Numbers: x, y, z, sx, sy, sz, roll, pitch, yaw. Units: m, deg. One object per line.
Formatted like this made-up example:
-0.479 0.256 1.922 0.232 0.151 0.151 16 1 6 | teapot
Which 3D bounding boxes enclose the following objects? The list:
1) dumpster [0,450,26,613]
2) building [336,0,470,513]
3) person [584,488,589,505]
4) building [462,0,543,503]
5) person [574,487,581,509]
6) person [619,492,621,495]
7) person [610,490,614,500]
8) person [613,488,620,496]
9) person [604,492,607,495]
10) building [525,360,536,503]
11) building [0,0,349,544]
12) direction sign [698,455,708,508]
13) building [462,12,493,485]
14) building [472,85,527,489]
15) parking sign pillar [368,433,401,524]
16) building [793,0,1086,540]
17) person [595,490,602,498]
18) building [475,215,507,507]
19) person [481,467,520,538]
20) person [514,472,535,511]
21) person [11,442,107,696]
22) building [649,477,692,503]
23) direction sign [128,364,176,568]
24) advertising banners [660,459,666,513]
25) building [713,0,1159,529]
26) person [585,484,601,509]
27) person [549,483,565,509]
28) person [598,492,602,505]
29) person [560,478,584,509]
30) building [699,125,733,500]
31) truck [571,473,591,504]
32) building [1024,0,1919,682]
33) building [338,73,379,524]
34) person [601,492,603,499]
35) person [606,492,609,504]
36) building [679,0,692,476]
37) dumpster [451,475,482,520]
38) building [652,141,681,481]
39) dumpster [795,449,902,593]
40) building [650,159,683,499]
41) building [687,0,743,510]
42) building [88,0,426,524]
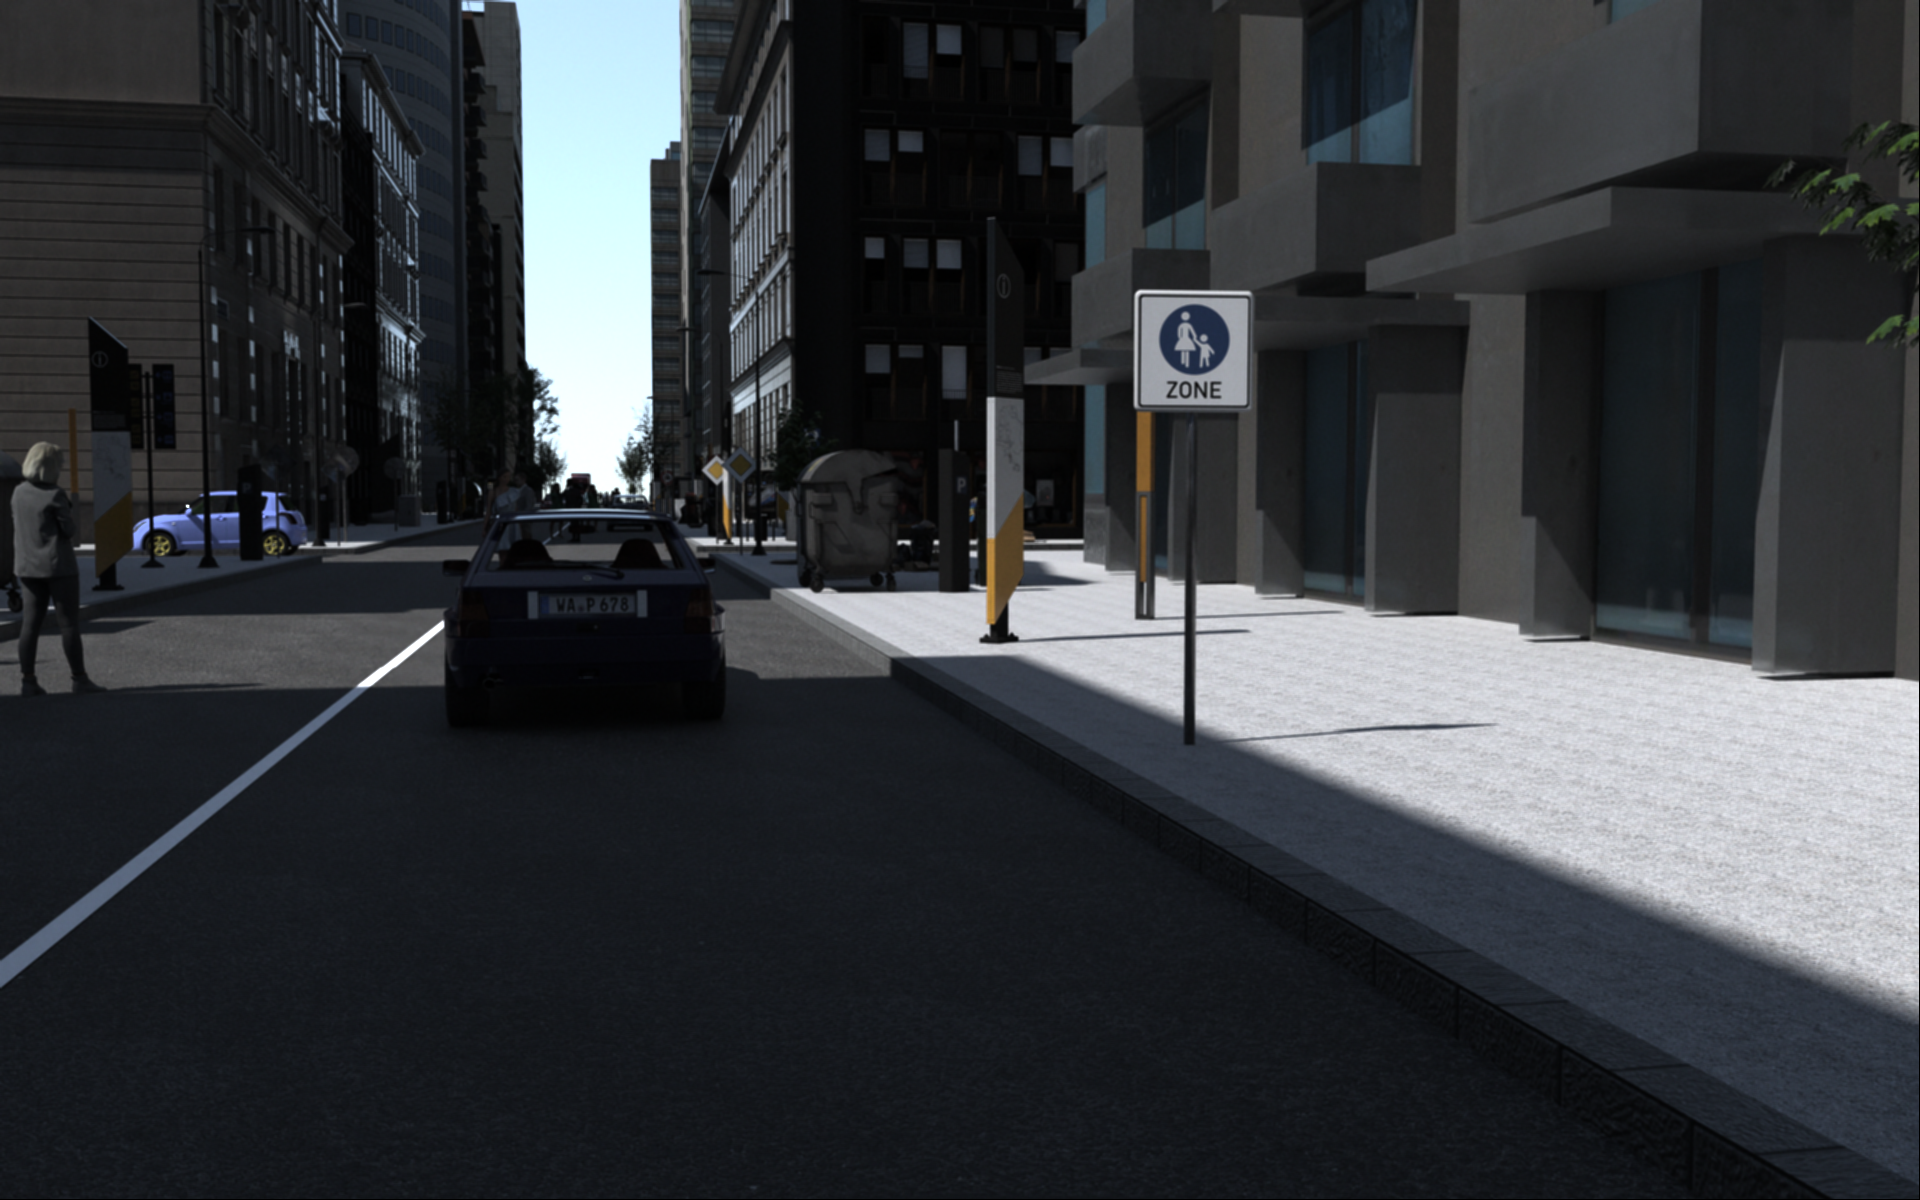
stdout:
-10.579 -0.744 17.925 1.264 1.857 1.865 -1 4 -12 | dumpster
-47.970 -35.704 125.758 21.231 58.520 28.212 -1 4 -12 | building
-24.836 -6.556 115.552 0.638 1.841 0.748 2 4 28 | person
-72.892 -50.027 256.188 20.563 71.187 20.611 -1 4 -12 | building
-22.304 -5.631 100.549 0.794 1.824 0.713 -2 4 -23 | person
-44.245 -13.178 224.756 0.445 1.727 0.742 -2 4 -30 | person
-29.109 -8.344 145.639 0.721 1.735 1.217 2 4 23 | person
-21.348 -6.069 107.699 0.573 1.828 0.580 -3 5 -44 | person
-54.641 -15.809 266.960 1.348 1.826 0.705 0 4 8 | person
-71.902 -23.709 232.688 27.650 21.520 28.899 -1 4 -12 | building
-27.246 -15.744 54.676 12.463 27.353 25.104 -1 4 -12 | building
-14.873 -6.676 101.154 0.876 3.537 0.379 0 4 -2 | direction sign
-53.762 -30.551 154.132 22.147 44.769 28.867 -1 4 -12 | building
-63.728 -35.725 207.807 21.300 48.544 21.600 -1 4 -12 | building
-25.151 -5.331 75.633 1.447 3.967 1.447 -3 4 -38 | parking sign pillar
3.339 -13.744 54.391 15.834 23.373 12.332 -1 4 -12 | building
-36.129 -9.999 171.990 1.348 1.824 0.705 0 4 7 | person
-53.945 -24.753 176.420 14.160 30.474 14.107 -1 4 -12 | building
-6.460 -0.968 24.427 0.616 1.811 0.778 -2 4 -28 | person
-7.551 -1.307 29.984 0.853 1.813 0.709 -3 5 -40 | person
-6.530 -0.230 12.446 0.537 1.800 0.526 2 4 28 | person
-31.346 -35.086 265.535 32.217 40.220 23.993 -1 4 -12 | building
-14.129 -2.337 30.205 0.876 3.537 0.379 0 4 -8 | direction sign
-14.532 -5.426 84.909 0.090 3.025 2.074 0 4 -3 | advertising banners
-1.631 -14.793 75.148 16.112 22.955 30.059 -1 4 -12 | building
-13.742 -3.427 64.773 0.529 1.795 0.600 3 5 40 | person
-12.964 -2.869 55.663 0.529 1.795 0.600 2 4 34 | person
-49.072 -13.847 235.609 1.217 1.736 0.721 3 4 36 | person
-11.566 -2.675 51.593 0.474 1.900 0.648 3 4 38 | person
-7.728 -17.456 104.474 14.314 24.678 30.058 -1 4 -12 | building
-51.867 -15.171 236.963 2.839 4.237 11.283 -1 4 -11 | truck
14.217 -24.520 20.505 23.786 49.044 30.456 -1 4 -12 | building
-32.630 -14.977 74.552 12.332 23.373 15.834 -1 4 -12 | building
-53.883 -15.345 259.925 0.750 1.759 0.617 2 4 28 | person
-43.961 -12.622 215.580 0.721 1.736 1.217 0 4 -2 | person
-10.773 -34.582 154.646 28.713 52.752 27.495 -1 4 -12 | building
-24.823 -5.161 86.868 1.502 2.255 1.985 -1 4 -12 | dumpster
-30.389 -37.804 237.704 23.786 49.044 30.456 -1 4 -12 | building
-1.493 -1.068 23.220 1.264 1.857 1.865 -1 4 -11 | dumpster
-31.229 -32.507 215.085 14.154 41.232 14.086 -1 4 -12 | building
-13.773 -27.486 132.982 14.154 41.232 14.086 -1 4 -12 | building
-36.719 -18.178 94.472 12.463 27.353 25.104 -1 4 -12 | building
